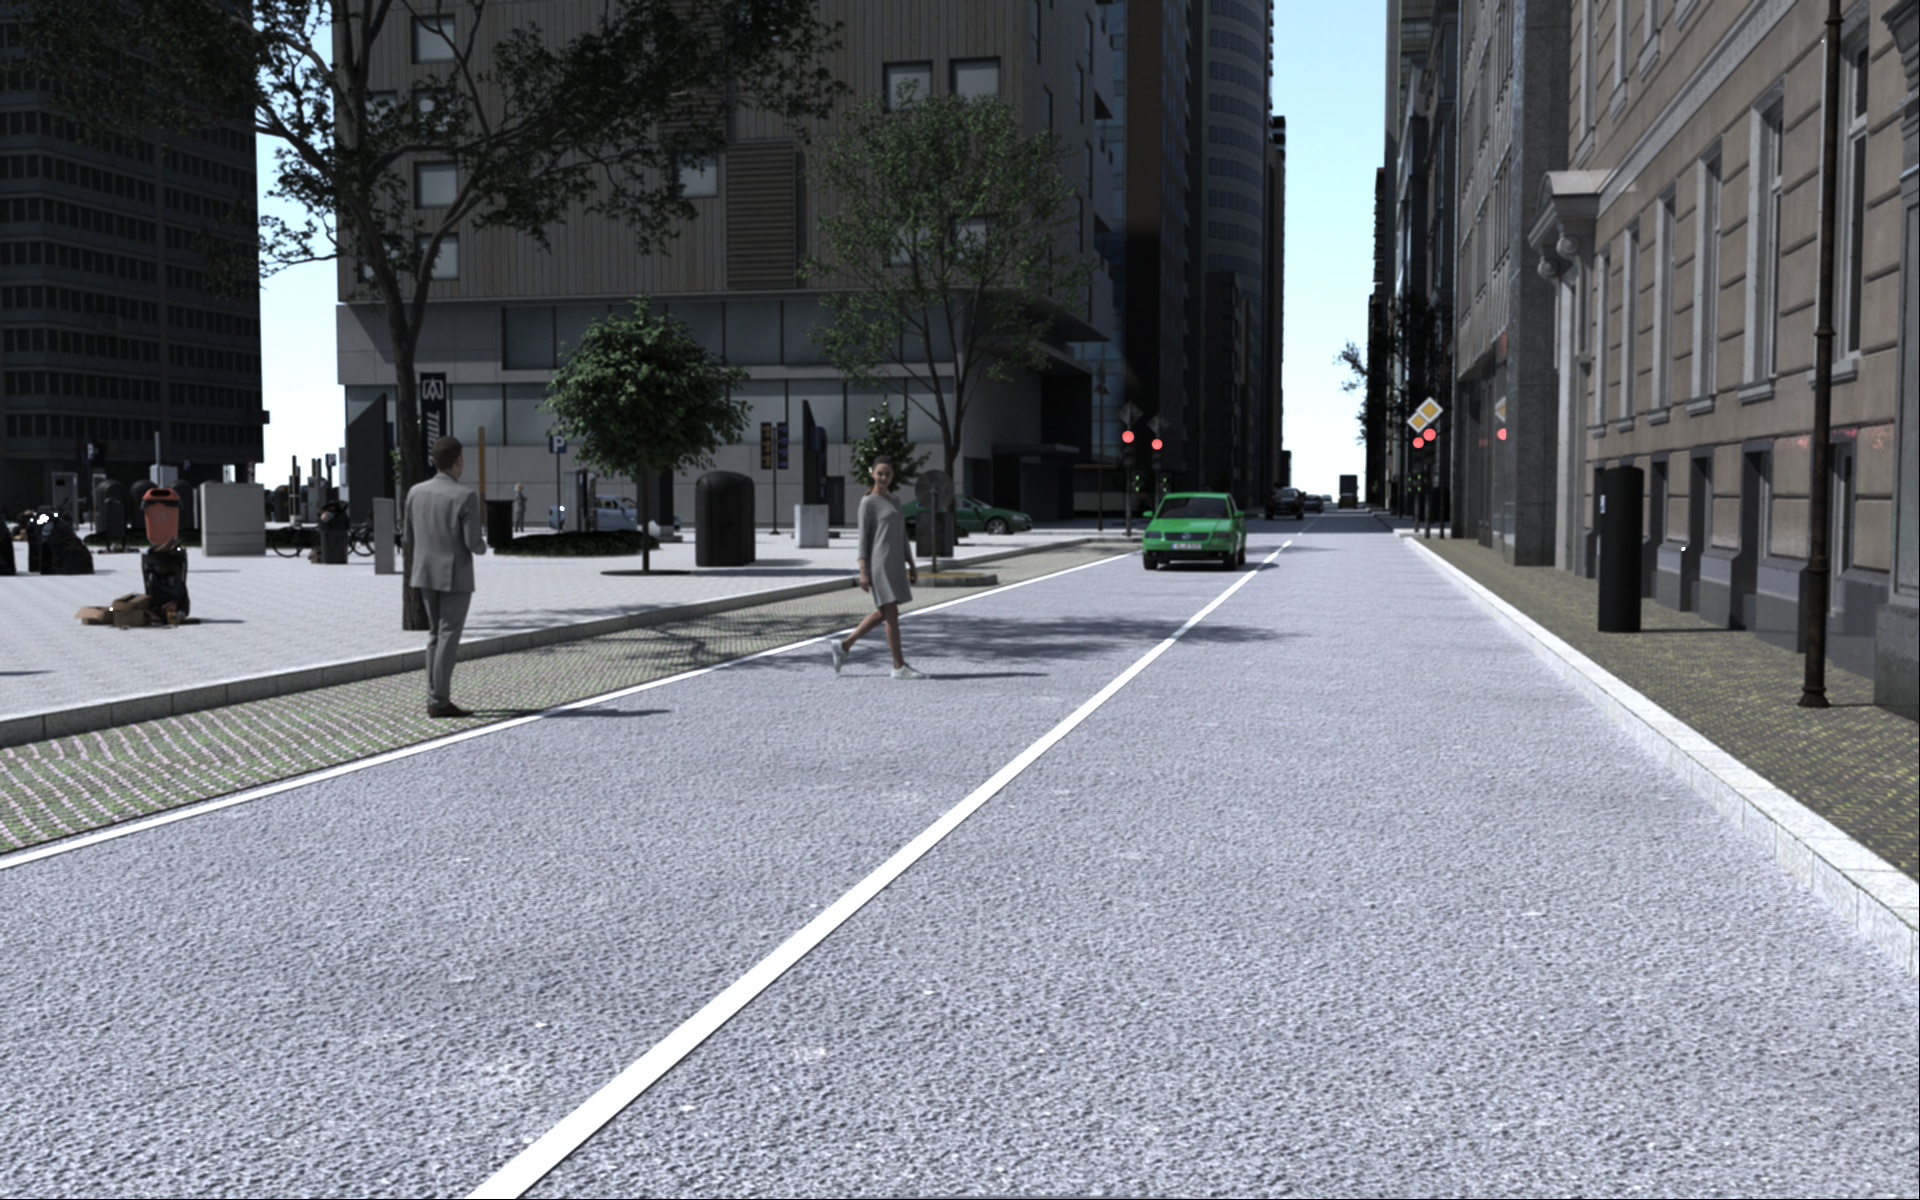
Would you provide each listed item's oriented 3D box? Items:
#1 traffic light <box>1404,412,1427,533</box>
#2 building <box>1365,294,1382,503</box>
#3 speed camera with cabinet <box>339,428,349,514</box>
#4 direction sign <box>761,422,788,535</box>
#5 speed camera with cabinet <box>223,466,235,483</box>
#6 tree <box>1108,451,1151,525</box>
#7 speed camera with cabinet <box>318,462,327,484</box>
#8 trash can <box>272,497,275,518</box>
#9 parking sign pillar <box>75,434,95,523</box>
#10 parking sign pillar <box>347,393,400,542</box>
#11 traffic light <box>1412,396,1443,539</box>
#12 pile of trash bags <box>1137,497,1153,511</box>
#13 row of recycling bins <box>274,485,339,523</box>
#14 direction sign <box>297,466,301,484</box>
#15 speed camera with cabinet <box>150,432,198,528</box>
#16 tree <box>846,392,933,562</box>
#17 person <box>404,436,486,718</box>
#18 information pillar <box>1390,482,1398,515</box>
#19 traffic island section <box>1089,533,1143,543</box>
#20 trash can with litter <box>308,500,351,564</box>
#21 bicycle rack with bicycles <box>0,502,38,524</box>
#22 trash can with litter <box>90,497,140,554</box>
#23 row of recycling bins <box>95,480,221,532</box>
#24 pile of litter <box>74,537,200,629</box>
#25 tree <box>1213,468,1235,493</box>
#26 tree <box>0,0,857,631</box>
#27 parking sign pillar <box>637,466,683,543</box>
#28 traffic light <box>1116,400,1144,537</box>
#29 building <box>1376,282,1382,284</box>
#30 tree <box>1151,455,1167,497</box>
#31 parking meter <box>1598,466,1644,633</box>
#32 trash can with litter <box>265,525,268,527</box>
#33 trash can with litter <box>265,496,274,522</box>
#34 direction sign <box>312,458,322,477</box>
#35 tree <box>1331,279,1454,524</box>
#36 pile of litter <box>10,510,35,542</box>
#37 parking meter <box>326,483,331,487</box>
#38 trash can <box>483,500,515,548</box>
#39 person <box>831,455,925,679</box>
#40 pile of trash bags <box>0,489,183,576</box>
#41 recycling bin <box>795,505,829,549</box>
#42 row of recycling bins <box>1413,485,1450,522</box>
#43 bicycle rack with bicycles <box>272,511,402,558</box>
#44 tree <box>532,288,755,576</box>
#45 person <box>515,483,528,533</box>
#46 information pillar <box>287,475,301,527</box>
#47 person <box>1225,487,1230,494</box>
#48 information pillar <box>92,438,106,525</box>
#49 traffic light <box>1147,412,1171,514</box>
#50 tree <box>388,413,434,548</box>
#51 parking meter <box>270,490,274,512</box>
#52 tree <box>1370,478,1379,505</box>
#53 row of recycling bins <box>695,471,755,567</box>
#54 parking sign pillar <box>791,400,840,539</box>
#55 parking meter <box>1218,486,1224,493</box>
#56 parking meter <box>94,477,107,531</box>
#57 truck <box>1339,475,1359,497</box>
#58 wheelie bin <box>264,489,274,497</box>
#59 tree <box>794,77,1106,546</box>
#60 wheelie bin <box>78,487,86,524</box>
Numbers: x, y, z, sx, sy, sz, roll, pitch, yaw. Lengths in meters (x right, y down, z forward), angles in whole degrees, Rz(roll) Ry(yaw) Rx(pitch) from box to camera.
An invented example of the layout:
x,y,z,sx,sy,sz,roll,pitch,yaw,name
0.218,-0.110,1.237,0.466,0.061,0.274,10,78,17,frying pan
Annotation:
x,y,z,sx,sy,sz,roll,pitch,yaw,name
15.225,-4.206,57.688,0.839,4.253,0.868,1,4,13,traffic light
65.534,-29.154,248.366,14.160,30.474,14.107,1,4,13,building
-17.844,-3.522,51.919,2.038,3.252,0.660,3,5,41,speed camera with cabinet
-5.859,-3.838,54.745,0.876,3.537,0.379,1,4,10,direction sign
-52.800,-7.913,123.721,2.038,3.252,0.660,1,4,18,speed camera with cabinet
6.946,-4.719,71.753,1.663,3.219,1.824,0,3,0,tree
-39.242,-6.820,105.844,0.660,3.252,2.038,0,4,5,speed camera with cabinet
-37.174,-5.065,94.470,0.748,1.137,0.748,0,3,0,trash can
-39.430,-5.486,78.175,1.447,3.967,1.447,0,4,-8,parking sign pillar
-15.872,-3.563,46.723,1.447,3.967,1.447,2,4,25,parking sign pillar
13.479,-3.729,49.895,0.839,4.253,0.868,1,4,13,traffic light
11.034,-5.074,92.710,3.447,1.369,1.912,2,4,28,pile of trash bags
-29.189,-4.355,78.322,3.534,1.692,1.069,0,4,-5,row of recycling bins
-52.764,-8.947,138.279,0.379,3.537,0.876,0,4,-6,direction sign
-24.763,-3.696,54.763,2.038,3.252,0.660,2,4,34,speed camera with cabinet
-1.313,-2.347,32.973,1.663,3.219,1.824,0,3,0,tree
-3.256,-0.152,11.178,0.606,1.804,0.583,1,4,20,person
26.468,-6.186,105.631,0.304,2.012,0.304,-2,4,-34,information pillar
5.035,-1.811,51.899,2.009,0.180,2.903,1,4,13,traffic island section
-11.666,-1.251,31.838,1.055,1.170,0.624,3,5,41,trash can with litter
-41.202,-3.773,75.077,2.925,0.926,2.852,-2,4,-33,bicycle rack with bicycles
-18.615,-1.613,37.433,1.678,1.210,2.233,1,4,12,trash can with litter
-23.076,-2.633,50.170,3.534,1.692,1.069,-2,4,-31,row of recycling bins
-8.121,-0.193,17.122,1.176,0.858,1.719,-1,4,-15,pile of litter
19.369,-8.112,127.226,1.663,3.219,1.824,0,3,0,tree
-5.105,-5.015,16.403,8.767,10.594,7.601,0,4,0,tree
-8.044,-3.495,45.615,1.447,3.967,1.447,-3,4,-37,parking sign pillar
5.071,-3.843,51.756,0.839,4.253,0.868,1,4,13,traffic light
75.805,-39.675,268.296,23.786,49.044,30.456,1,4,13,building
8.501,-5.116,78.241,1.663,3.219,1.824,0,3,0,tree
6.153,-0.472,16.121,0.372,1.533,0.369,0,3,0,parking meter
-30.624,-3.811,73.369,2.233,1.210,1.678,2,4,27,trash can with litter
-31.989,-4.194,79.966,0.624,1.170,1.055,-1,4,-19,trash can with litter
-40.585,-7.177,109.337,0.876,3.537,0.379,2,4,30,direction sign
20.281,-8.620,75.357,7.601,10.594,8.767,3,4,37,tree
-25.529,-2.023,47.033,1.719,0.858,1.176,2,4,34,pile of litter
-32.811,-5.154,89.981,0.255,1.863,0.399,1,4,10,parking meter
-10.994,-1.817,41.360,0.748,1.137,0.748,0,3,0,trash can
-0.644,-0.257,13.455,0.760,1.731,0.466,0,4,6,person
-14.484,-1.122,28.103,3.447,1.369,1.912,-1,4,-21,pile of trash bags
-3.526,-1.750,41.161,0.722,1.027,0.722,-1,4,-13,recycling bin
22.755,-4.465,80.112,3.534,1.692,1.069,2,4,25,row of recycling bins
-12.616,-1.396,36.202,2.925,0.926,2.852,-1,4,-10,bicycle rack with bicycles
-5.134,-2.695,27.778,4.285,4.588,4.351,0,3,0,tree
-14.709,-3.025,58.149,0.526,1.800,0.537,0,4,-4,person
-25.681,-3.816,66.883,0.304,2.012,0.304,2,4,35,information pillar
15.193,-5.558,99.214,0.795,1.843,0.661,1,4,16,person
-35.513,-4.898,71.439,0.504,3.616,0.183,-2,4,-26,information pillar
6.817,-4.320,59.548,0.839,4.253,0.868,1,4,13,traffic light
-12.833,-2.869,41.512,1.663,3.219,1.824,0,3,0,tree
-48.720,-6.989,122.685,0.372,1.533,0.369,0,3,0,parking meter
51.183,-13.359,213.026,1.663,3.219,1.824,0,3,0,tree
-4.313,-1.527,32.083,1.069,1.692,3.534,0,4,-4,row of recycling bins
-4.199,-3.777,50.222,1.447,3.967,1.447,1,4,8,parking sign pillar
18.179,-7.024,120.550,0.255,1.863,0.399,-2,4,-23,parking meter
-28.749,-3.197,57.980,0.399,1.863,0.255,2,4,30,parking meter
57.588,-16.374,256.623,2.839,4.237,11.283,1,4,14,truck
-47.190,-6.720,117.786,0.980,1.594,0.693,-2,4,-27,wheelie bin
-0.221,-7.158,42.787,9.928,11.665,9.643,0,3,0,tree
-37.791,-4.028,73.770,0.693,1.594,0.980,3,5,41,wheelie bin
